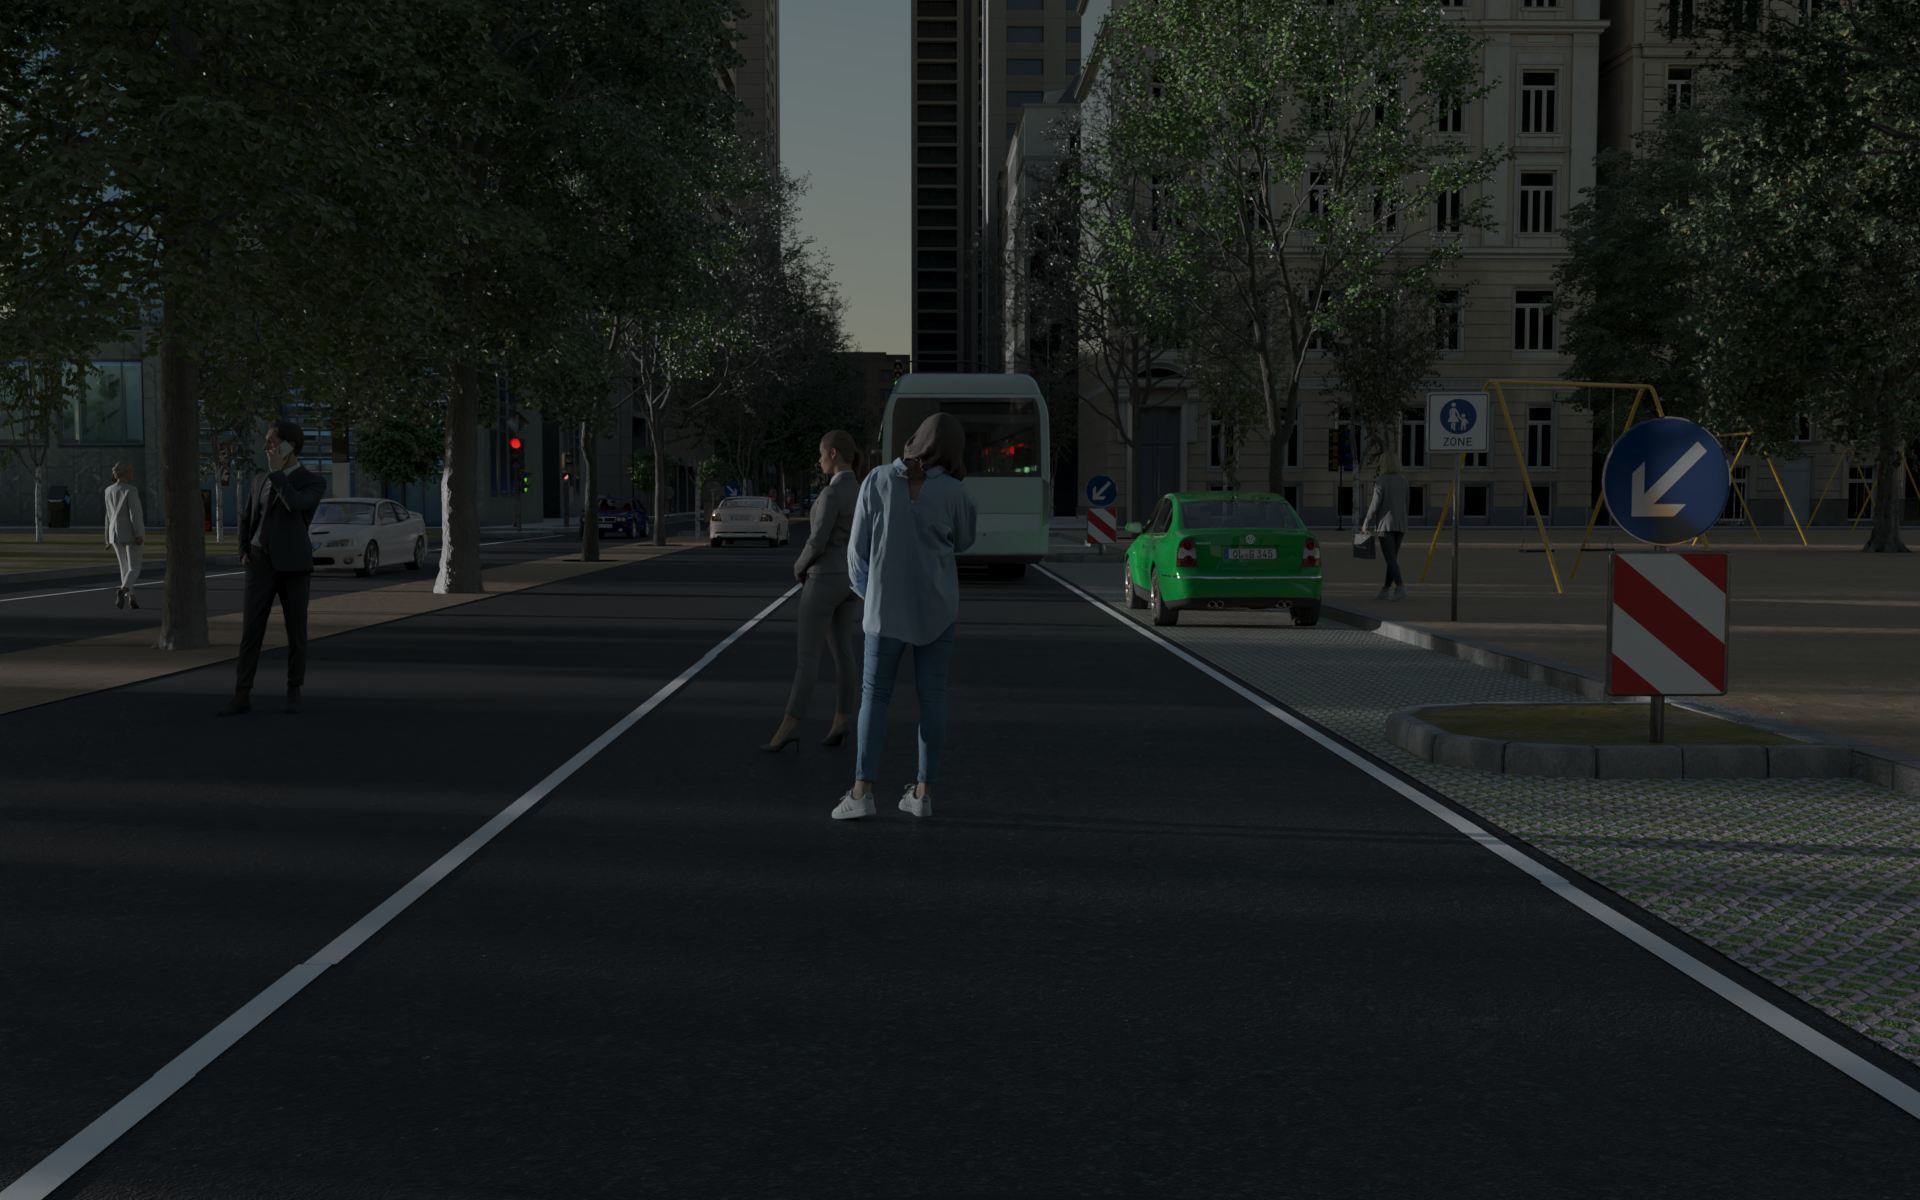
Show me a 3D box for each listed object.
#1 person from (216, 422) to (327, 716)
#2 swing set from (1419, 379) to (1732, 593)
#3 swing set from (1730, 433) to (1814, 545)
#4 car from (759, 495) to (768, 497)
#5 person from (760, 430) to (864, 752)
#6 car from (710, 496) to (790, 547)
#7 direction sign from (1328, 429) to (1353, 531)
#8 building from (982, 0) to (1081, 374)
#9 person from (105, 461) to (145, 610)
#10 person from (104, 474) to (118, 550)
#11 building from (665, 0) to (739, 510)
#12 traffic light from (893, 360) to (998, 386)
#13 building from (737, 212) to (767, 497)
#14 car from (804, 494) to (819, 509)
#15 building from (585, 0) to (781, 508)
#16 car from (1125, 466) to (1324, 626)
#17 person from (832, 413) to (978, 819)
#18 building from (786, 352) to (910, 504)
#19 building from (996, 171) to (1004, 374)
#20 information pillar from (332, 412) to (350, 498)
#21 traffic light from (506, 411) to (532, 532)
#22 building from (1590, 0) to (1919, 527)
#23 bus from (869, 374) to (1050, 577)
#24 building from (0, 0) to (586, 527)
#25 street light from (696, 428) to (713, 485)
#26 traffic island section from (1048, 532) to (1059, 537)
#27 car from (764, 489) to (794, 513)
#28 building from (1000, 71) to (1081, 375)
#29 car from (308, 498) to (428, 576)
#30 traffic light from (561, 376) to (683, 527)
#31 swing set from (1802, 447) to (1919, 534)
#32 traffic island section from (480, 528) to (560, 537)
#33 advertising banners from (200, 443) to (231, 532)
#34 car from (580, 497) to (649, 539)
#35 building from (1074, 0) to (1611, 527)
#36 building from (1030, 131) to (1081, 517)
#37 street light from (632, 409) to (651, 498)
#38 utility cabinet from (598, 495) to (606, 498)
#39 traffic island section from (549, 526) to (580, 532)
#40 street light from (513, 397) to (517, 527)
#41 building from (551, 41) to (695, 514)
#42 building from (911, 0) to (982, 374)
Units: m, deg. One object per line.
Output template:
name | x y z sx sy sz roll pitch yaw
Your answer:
person | -4.477 -0.211 11.308 0.648 1.900 0.474 0 4 5
swing set | 8.419 -1.626 24.208 3.119 2.851 2.862 -2 4 -24
swing set | 19.930 -2.895 44.953 2.862 2.851 3.119 0 4 3
car | -17.063 -8.395 149.834 1.945 1.354 3.894 0 4 -2
person | -0.822 -0.061 9.776 0.573 1.790 0.520 0 4 4
car | -5.802 -2.179 47.989 2.083 1.381 4.827 0 4 0
direction sign | 13.249 -4.173 60.223 0.876 3.537 0.379 1 4 19
building | 12.771 -38.906 178.119 21.231 58.520 28.212 0 4 -1
person | -10.282 -0.790 21.298 0.514 1.842 0.818 0 4 -1
person | -19.464 -2.038 39.915 0.519 1.759 0.362 -3 5 -39
building | -31.257 -32.284 151.541 21.300 48.544 21.600 0 4 -1
traffic light | 0.123 -5.151 58.888 4.771 5.953 1.251 0 4 -1
building | -28.368 -25.286 185.126 14.160 30.474 14.107 0 4 -1
car | -14.228 -9.491 167.178 2.014 1.417 4.499 0 4 -1
building | -32.116 -46.847 204.200 20.611 71.187 20.563 0 4 -1
car | 2.968 -0.691 20.101 1.959 1.807 4.718 0 4 -1
person | -0.242 0.065 7.695 0.793 1.790 0.793 -3 4 -36
building | -21.355 -24.183 240.425 28.899 21.520 27.650 0 4 -1
building | 10.169 -23.614 157.785 14.160 30.474 14.107 0 4 -1
information pillar | -16.418 -3.341 45.979 0.504 3.616 0.183 1 4 15
traffic light | -14.944 -4.264 58.643 0.839 4.253 0.868 0 4 -1
building | 38.021 -16.881 73.269 25.104 27.353 12.463 0 4 -1
bus | -0.259 -2.339 33.097 2.948 3.499 13.247 0 4 -3
building | -30.005 -46.927 79.923 22.319 86.520 31.000 0 4 -1
street light | -17.989 -9.135 121.901 1.470 5.913 1.316 0 4 -1
traffic island section | 2.252 -2.258 59.196 2.009 0.180 2.903 0 4 -1
car | -13.776 -7.555 132.203 2.281 1.827 5.304 0 4 -3
building | 9.208 -21.404 127.447 11.434 29.767 29.804 0 4 -1
car | -11.174 -1.179 31.637 2.083 1.381 4.827 0 4 -1
traffic light | -13.052 -5.630 66.712 4.771 5.953 1.251 0 4 -1
swing set | 30.500 -3.688 57.915 2.862 2.851 3.119 0 4 -2
traffic island section | -14.984 -2.232 58.777 2.009 0.180 2.903 0 4 -1
advertising banners | -25.736 -3.834 58.868 2.074 3.025 0.090 0 4 0
car | -11.291 -2.694 56.630 1.945 1.354 3.894 0 4 -1
building | 15.300 -17.616 73.919 20.117 28.700 13.634 0 4 -1
building | 10.899 -16.833 104.900 12.332 23.373 15.834 0 4 -1
street light | -17.308 -7.459 94.495 1.470 5.913 1.316 0 4 -1
utility cabinet | -17.207 -4.381 82.792 0.306 1.237 1.020 0 4 8
traffic island section | -15.181 -2.720 66.760 2.009 0.180 2.903 0 4 -1
street light | -16.583 -5.766 66.811 1.470 5.913 1.316 0 4 -1
building | -28.953 -41.529 117.253 20.563 71.187 20.611 0 4 -1
building | 3.701 -48.775 235.720 20.611 71.187 20.563 0 4 -1
